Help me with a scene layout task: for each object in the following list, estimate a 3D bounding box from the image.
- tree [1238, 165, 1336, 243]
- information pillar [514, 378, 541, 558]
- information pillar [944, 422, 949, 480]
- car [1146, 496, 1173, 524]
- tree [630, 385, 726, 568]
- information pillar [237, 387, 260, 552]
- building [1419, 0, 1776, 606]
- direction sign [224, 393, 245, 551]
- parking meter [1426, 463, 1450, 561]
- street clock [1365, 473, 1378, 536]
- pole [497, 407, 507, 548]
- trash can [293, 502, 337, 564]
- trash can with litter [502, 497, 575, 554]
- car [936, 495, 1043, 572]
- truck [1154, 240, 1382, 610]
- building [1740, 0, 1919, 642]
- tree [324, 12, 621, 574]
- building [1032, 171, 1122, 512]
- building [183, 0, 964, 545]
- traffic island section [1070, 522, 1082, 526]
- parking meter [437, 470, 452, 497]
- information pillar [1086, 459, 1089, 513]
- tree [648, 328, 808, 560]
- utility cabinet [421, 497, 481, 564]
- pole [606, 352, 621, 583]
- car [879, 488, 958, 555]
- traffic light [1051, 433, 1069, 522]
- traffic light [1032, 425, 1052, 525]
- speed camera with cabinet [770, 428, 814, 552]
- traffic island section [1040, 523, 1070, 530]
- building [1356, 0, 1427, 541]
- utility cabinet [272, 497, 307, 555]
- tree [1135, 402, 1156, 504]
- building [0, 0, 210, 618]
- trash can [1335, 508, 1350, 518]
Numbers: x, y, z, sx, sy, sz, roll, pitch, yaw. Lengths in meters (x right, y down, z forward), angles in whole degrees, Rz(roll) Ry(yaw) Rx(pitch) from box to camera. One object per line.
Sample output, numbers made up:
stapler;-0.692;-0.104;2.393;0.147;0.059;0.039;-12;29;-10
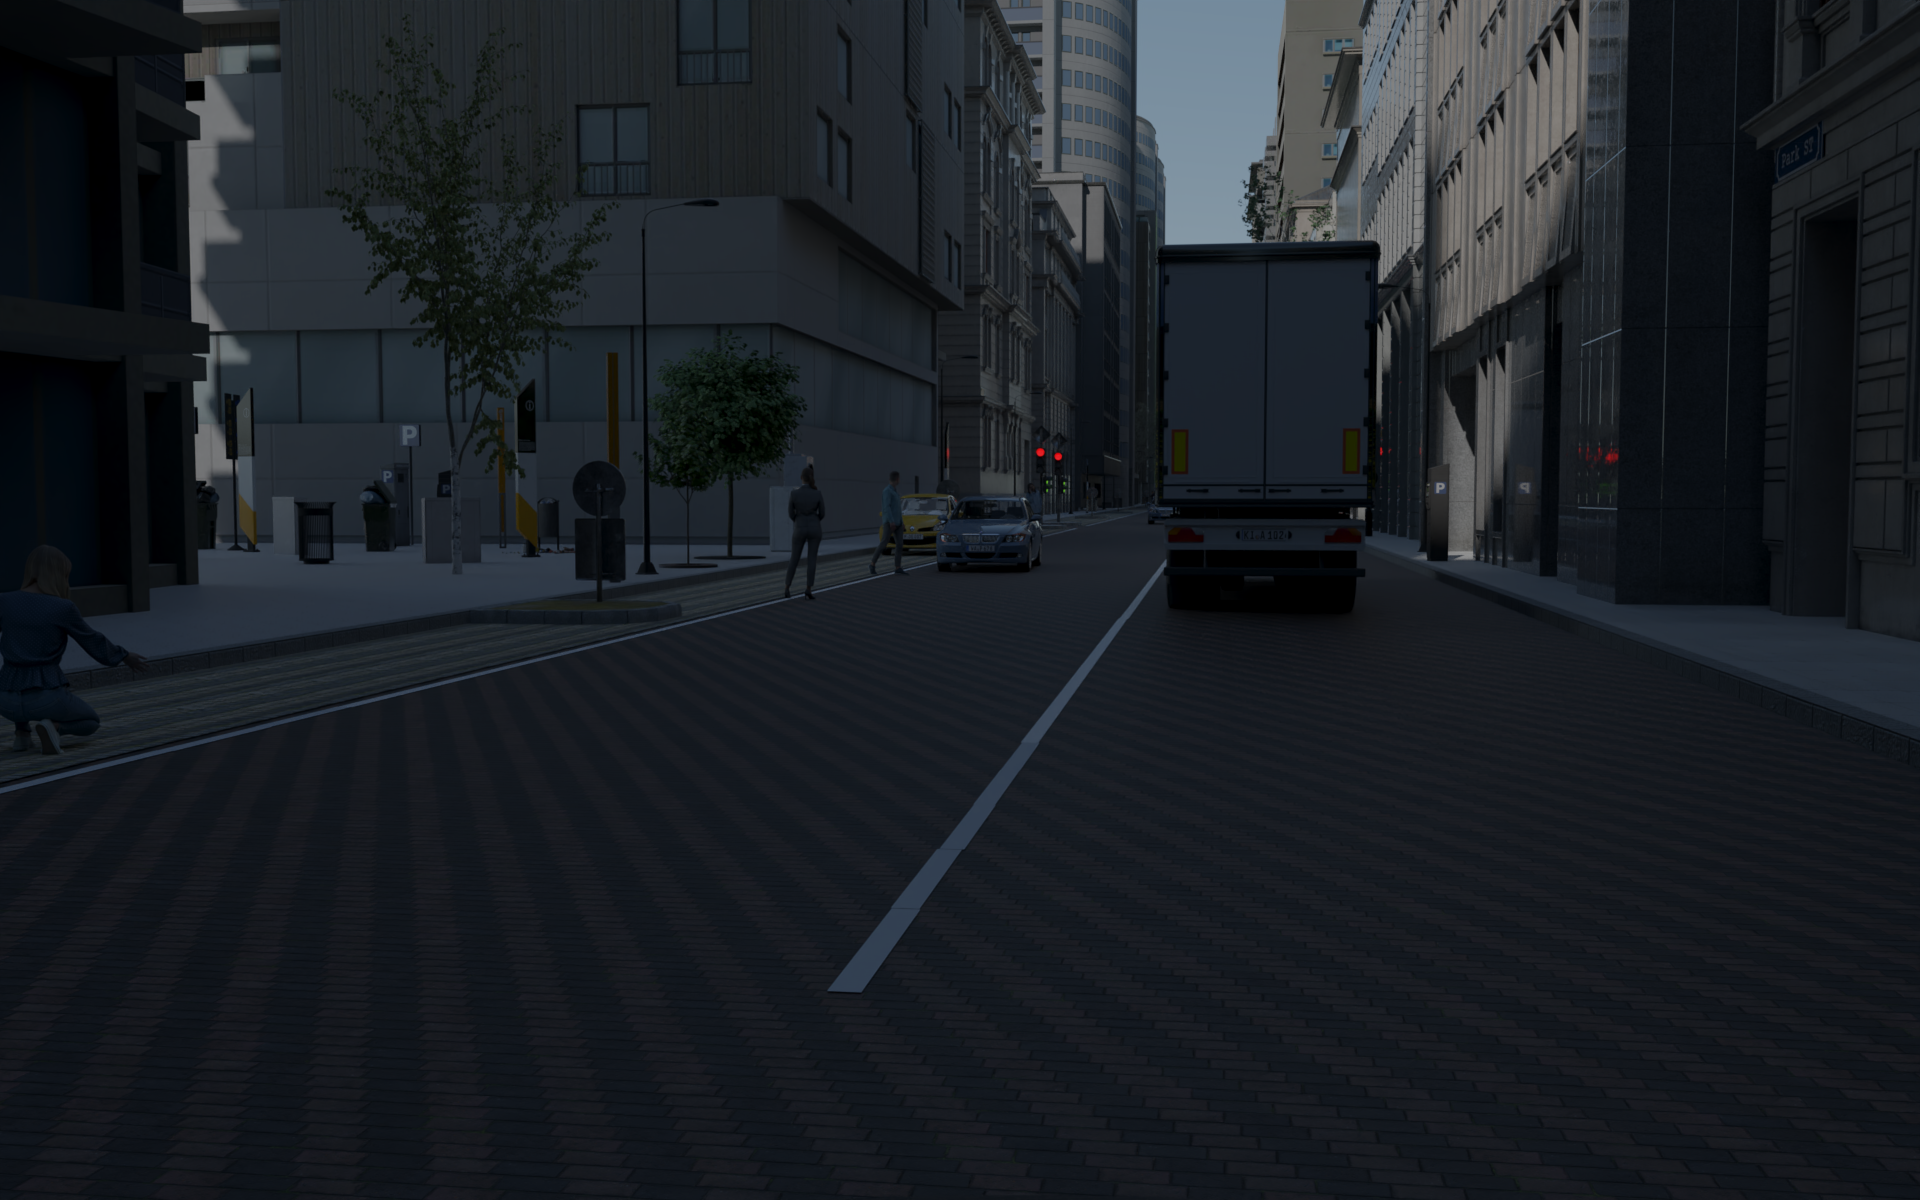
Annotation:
tree;19.350;-14.988;100.937;12.611;20.169;13.585;0;3;0
information pillar;-8.760;-2.669;34.998;0.183;3.616;0.504;3;4;36
information pillar;-0.426;-3.957;56.052;0.183;3.616;0.504;0;4;7
car;10.005;-4.385;83.701;2.014;1.417;4.499;1;4;8
tree;-4.699;-2.190;30.415;1.663;3.219;1.824;0;3;0
information pillar;-15.743;-2.868;38.252;0.504;3.616;0.183;2;4;31
building;15.009;-12.861;28.302;12.078;24.808;19.932;1;4;8
direction sign;-16.477;-2.894;39.315;0.379;3.537;0.876;0;4;-3
parking meter;9.117;-1.674;33.084;0.399;1.863;0.255;0;4;0
street clock;12.390;-2.930;52.483;0.471;2.002;0.358;-1;4;-16
pole;-10.824;-2.878;40.898;0.158;3.312;0.155;0;3;0
trash can;-11.820;-1.231;31.783;0.748;1.137;0.748;0;3;0
trash can with litter;-8.666;-1.620;37.550;2.233;1.210;1.678;1;4;23
car;0.625;-1.317;33.530;2.014;1.417;4.499;0;4;7
truck;4.275;-2.198;24.850;2.839;4.237;11.283;1;4;9
building;12.383;-10.512;8.030;11.583;22.565;21.152;1;4;8
tree;-7.806;-4.714;27.438;4.737;8.622;4.395;0;3;0
building;5.172;-21.116;138.758;14.314;27.812;24.014;1;4;8
building;-14.600;-28.624;57.239;27.495;52.752;28.713;1;4;8
traffic island section;4.466;-3.460;78.844;2.009;0.180;2.903;1;4;8
parking meter;-11.989;-2.122;40.409;0.399;1.863;0.255;-1;4;-14
information pillar;8.569;-7.660;116.595;0.183;3.616;0.504;0;4;0
tree;-4.647;-3.097;34.352;4.285;4.588;4.351;0;3;0
utility cabinet;-9.479;-1.291;32.277;1.020;1.237;0.306;-2;4;-30
pole;-5.013;-1.908;25.047;0.158;3.312;0.155;0;3;0
car;-0.838;-1.917;41.573;2.015;1.641;3.980;0;4;8
traffic light;4.504;-5.491;78.703;0.839;4.253;0.868;1;4;8
traffic light;3.332;-5.008;70.804;0.839;4.253;0.868;1;4;8
speed camera with cabinet;-3.800;-2.749;39.274;0.660;3.252;2.038;0;4;8
traffic island section;3.294;-2.976;70.945;2.009;0.180;2.903;1;4;8
building;18.998;-16.849;52.975;11.434;29.767;29.804;1;4;8
utility cabinet;-14.228;-1.568;36.806;1.020;1.237;0.306;3;5;43
tree;23.557;-19.439;228.197;12.009;13.543;11.850;0;3;0
building;-19.623;-21.787;10.838;22.147;44.769;28.867;1;4;8
trash can;14.577;-3.327;66.043;0.748;1.137;0.748;0;3;0
